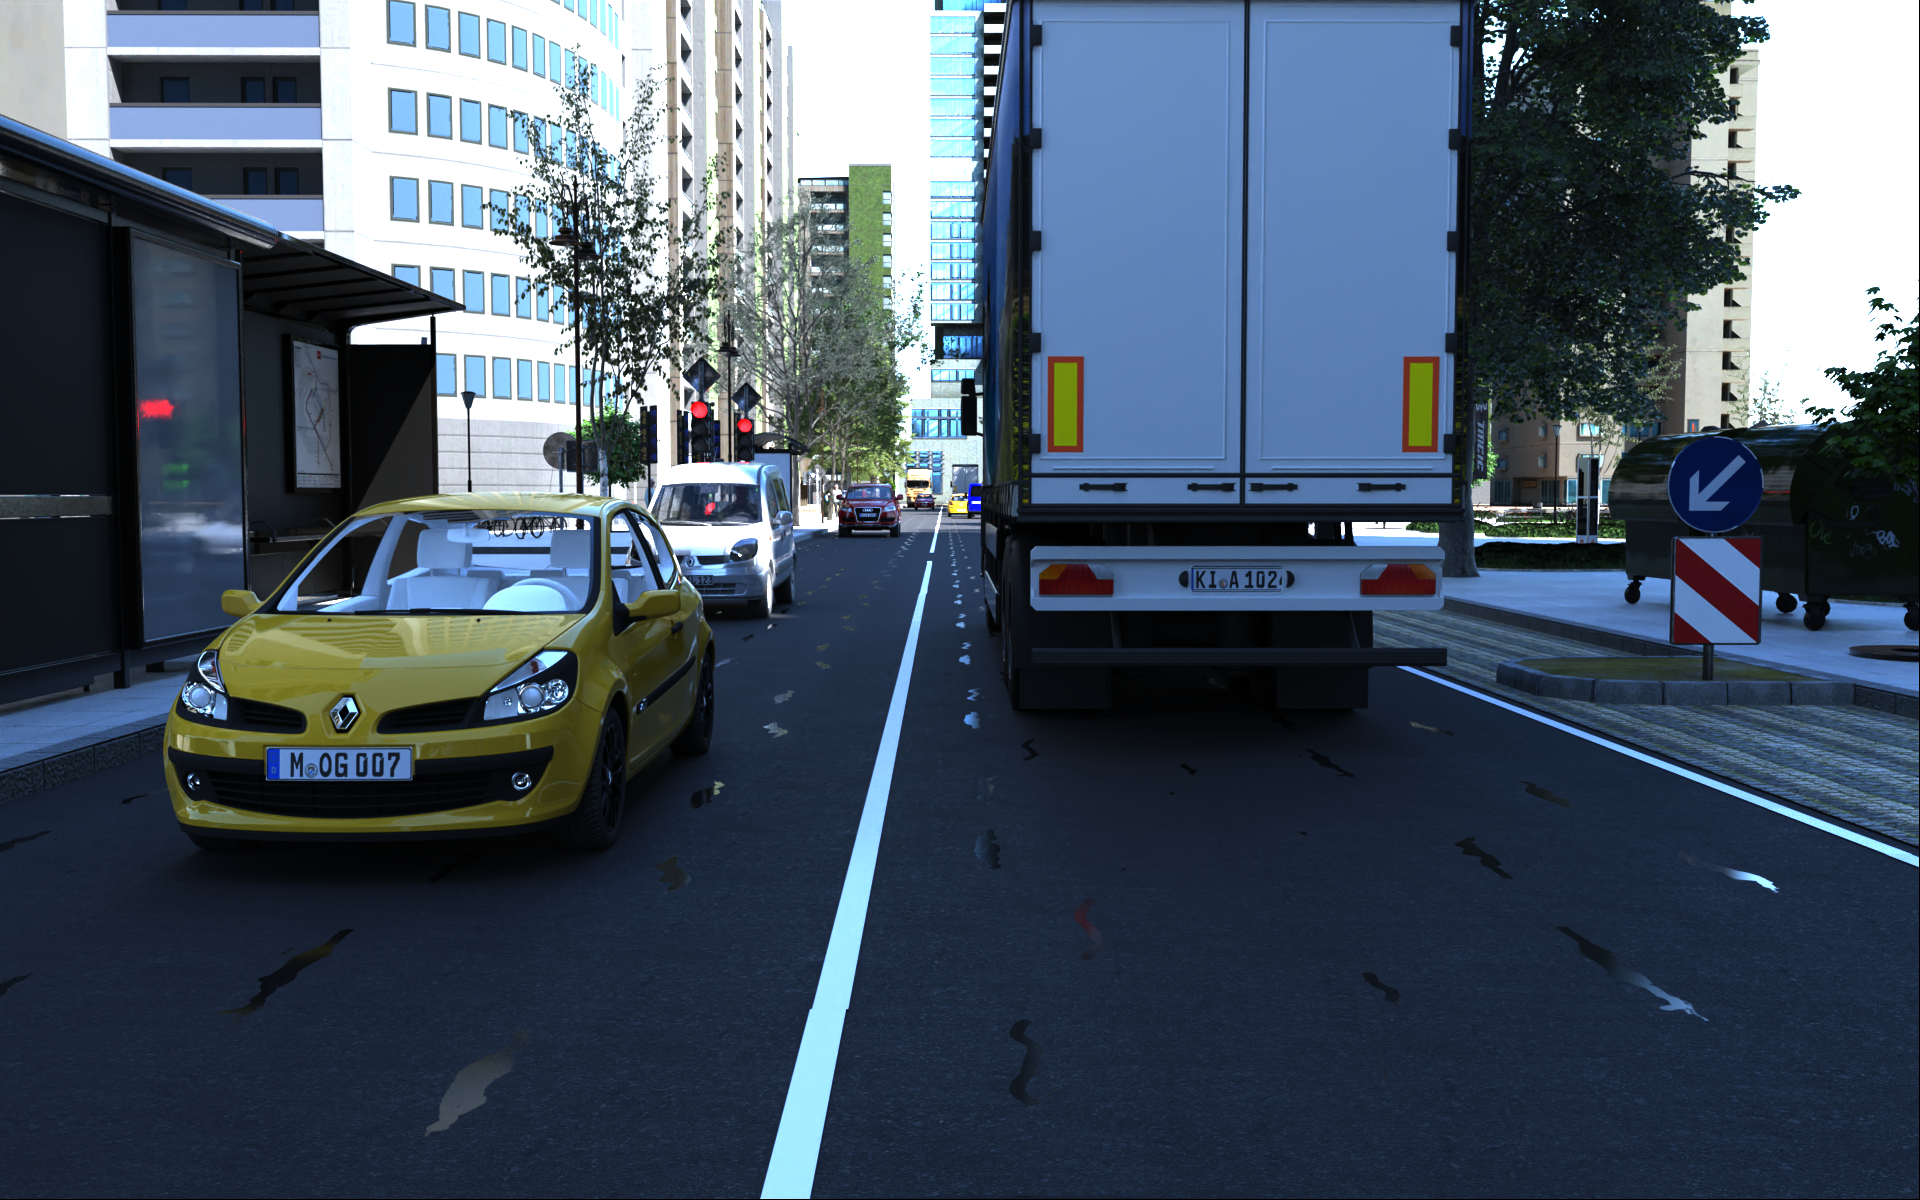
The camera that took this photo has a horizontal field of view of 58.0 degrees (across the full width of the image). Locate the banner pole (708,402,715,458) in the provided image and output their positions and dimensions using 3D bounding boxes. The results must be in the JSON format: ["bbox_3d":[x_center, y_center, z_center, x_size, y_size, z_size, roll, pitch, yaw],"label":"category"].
[{"bbox_3d":[-6.728,-3.478,46.879,0.401,3.779,0.863,0,4,4],"label":"banner pole"}]

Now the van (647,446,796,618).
[{"bbox_3d":[-3.013,-0.880,21.401,2.013,2.044,4.112,0,4,0],"label":"van"}]

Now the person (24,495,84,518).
[{"bbox_3d":[-10.173,-0.800,19.470,0.721,1.781,0.623,3,5,45],"label":"person"}]

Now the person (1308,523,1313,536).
[{"bbox_3d":[8.365,-1.979,41.610,0.760,1.731,0.466,1,4,16],"label":"person"}]

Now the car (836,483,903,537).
[{"bbox_3d":[-3.073,-3.101,59.380,2.281,1.827,5.304,0,4,-1],"label":"car"}]

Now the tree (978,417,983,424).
[{"bbox_3d":[6.808,-15.219,155.480,9.857,13.997,8.962,0,3,0],"label":"tree"}]

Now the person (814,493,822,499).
[{"bbox_3d":[-11.045,-8.149,139.289,1.348,1.823,0.705,1,4,16],"label":"person"}]

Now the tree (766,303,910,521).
[{"bbox_3d":[-5.958,-9.108,83.333,7.601,10.594,8.767,0,4,8],"label":"tree"}]

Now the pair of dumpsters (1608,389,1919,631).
[{"bbox_3d":[8.407,-0.959,18.177,1.574,2.255,4.437,0,4,0],"label":"pair of dumpsters"}]

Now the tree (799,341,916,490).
[{"bbox_3d":[-7.920,-12.237,118.193,7.486,12.596,7.792,0,3,0],"label":"tree"}]

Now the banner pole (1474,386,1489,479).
[{"bbox_3d":[10.662,-2.800,35.790,0.401,3.779,0.863,-1,4,-17],"label":"banner pole"}]

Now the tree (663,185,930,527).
[{"bbox_3d":[-6.379,-9.654,68.207,12.009,13.543,11.850,0,3,0],"label":"tree"}]

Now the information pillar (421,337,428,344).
[{"bbox_3d":[-7.918,-2.098,25.664,0.183,3.616,0.504,-1,4,-13],"label":"information pillar"}]

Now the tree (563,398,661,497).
[{"bbox_3d":[-11.670,-4.552,58.134,4.285,4.588,4.351,0,3,0],"label":"tree"}]

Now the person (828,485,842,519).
[{"bbox_3d":[-6.443,-5.068,89.384,0.782,1.767,0.515,-2,4,-26],"label":"person"}]

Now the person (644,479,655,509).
[{"bbox_3d":[-9.679,-2.898,53.911,0.515,1.767,0.782,0,4,7],"label":"person"}]

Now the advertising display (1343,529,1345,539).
[{"bbox_3d":[10.076,-2.443,45.156,0.123,1.923,0.974,1,4,9],"label":"advertising display"}]

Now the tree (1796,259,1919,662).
[{"bbox_3d":[7.620,-1.166,13.672,1.663,3.219,1.824,0,3,0],"label":"tree"}]

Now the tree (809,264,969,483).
[{"bbox_3d":[-5.381,-17.447,141.143,12.611,20.169,13.585,0,3,0],"label":"tree"}]

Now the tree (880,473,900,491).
[{"bbox_3d":[-7.218,-11.171,177.253,1.663,3.219,1.824,0,3,0],"label":"tree"}]

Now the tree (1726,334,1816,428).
[{"bbox_3d":[37.786,-7.988,80.964,4.360,8.622,3.978,0,3,0],"label":"tree"}]

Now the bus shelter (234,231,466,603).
[{"bbox_3d":[-6.982,-1.672,18.617,1.731,3.624,6.357,0,4,-1],"label":"bus shelter"}]

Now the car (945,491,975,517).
[{"bbox_3d":[0.068,-6.081,109.651,2.015,1.641,3.980,0,4,-1],"label":"car"}]

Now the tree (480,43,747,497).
[{"bbox_3d":[-5.842,-4.834,29.400,4.360,8.622,3.978,0,3,0],"label":"tree"}]

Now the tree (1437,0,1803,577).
[{"bbox_3d":[7.784,-7.340,26.662,9.857,13.997,8.962,0,3,0],"label":"tree"}]

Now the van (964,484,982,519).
[{"bbox_3d":[1.367,-5.987,102.279,2.240,2.365,5.245,0,4,0],"label":"van"}]

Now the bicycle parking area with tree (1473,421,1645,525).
[{"bbox_3d":[25.385,-5.049,69.558,9.016,4.147,8.231,0,4,-4],"label":"bicycle parking area with tree"}]

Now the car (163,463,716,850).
[{"bbox_3d":[-2.234,0.124,8.189,2.015,1.641,3.980,0,4,0],"label":"car"}]

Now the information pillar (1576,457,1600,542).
[{"bbox_3d":[12.551,-1.844,34.639,0.304,2.012,0.304,-2,4,-30],"label":"information pillar"}]

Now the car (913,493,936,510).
[{"bbox_3d":[-3.218,-9.100,157.826,2.155,1.783,4.494,0,4,0],"label":"car"}]

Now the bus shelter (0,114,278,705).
[{"bbox_3d":[-6.265,-1.914,8.925,2.179,5.291,8.768,0,4,-1],"label":"bus shelter"}]

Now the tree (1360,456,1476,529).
[{"bbox_3d":[15.700,-4.890,63.662,4.285,4.588,4.351,0,3,0],"label":"tree"}]

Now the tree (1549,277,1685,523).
[{"bbox_3d":[21.322,-6.545,57.369,4.360,8.622,3.978,0,3,0],"label":"tree"}]

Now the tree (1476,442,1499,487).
[{"bbox_3d":[24.783,-6.215,85.324,4.285,4.588,4.351,0,3,0],"label":"tree"}]

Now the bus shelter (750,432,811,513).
[{"bbox_3d":[-6.329,-4.013,59.532,2.014,3.302,5.546,0,4,0],"label":"bus shelter"}]
